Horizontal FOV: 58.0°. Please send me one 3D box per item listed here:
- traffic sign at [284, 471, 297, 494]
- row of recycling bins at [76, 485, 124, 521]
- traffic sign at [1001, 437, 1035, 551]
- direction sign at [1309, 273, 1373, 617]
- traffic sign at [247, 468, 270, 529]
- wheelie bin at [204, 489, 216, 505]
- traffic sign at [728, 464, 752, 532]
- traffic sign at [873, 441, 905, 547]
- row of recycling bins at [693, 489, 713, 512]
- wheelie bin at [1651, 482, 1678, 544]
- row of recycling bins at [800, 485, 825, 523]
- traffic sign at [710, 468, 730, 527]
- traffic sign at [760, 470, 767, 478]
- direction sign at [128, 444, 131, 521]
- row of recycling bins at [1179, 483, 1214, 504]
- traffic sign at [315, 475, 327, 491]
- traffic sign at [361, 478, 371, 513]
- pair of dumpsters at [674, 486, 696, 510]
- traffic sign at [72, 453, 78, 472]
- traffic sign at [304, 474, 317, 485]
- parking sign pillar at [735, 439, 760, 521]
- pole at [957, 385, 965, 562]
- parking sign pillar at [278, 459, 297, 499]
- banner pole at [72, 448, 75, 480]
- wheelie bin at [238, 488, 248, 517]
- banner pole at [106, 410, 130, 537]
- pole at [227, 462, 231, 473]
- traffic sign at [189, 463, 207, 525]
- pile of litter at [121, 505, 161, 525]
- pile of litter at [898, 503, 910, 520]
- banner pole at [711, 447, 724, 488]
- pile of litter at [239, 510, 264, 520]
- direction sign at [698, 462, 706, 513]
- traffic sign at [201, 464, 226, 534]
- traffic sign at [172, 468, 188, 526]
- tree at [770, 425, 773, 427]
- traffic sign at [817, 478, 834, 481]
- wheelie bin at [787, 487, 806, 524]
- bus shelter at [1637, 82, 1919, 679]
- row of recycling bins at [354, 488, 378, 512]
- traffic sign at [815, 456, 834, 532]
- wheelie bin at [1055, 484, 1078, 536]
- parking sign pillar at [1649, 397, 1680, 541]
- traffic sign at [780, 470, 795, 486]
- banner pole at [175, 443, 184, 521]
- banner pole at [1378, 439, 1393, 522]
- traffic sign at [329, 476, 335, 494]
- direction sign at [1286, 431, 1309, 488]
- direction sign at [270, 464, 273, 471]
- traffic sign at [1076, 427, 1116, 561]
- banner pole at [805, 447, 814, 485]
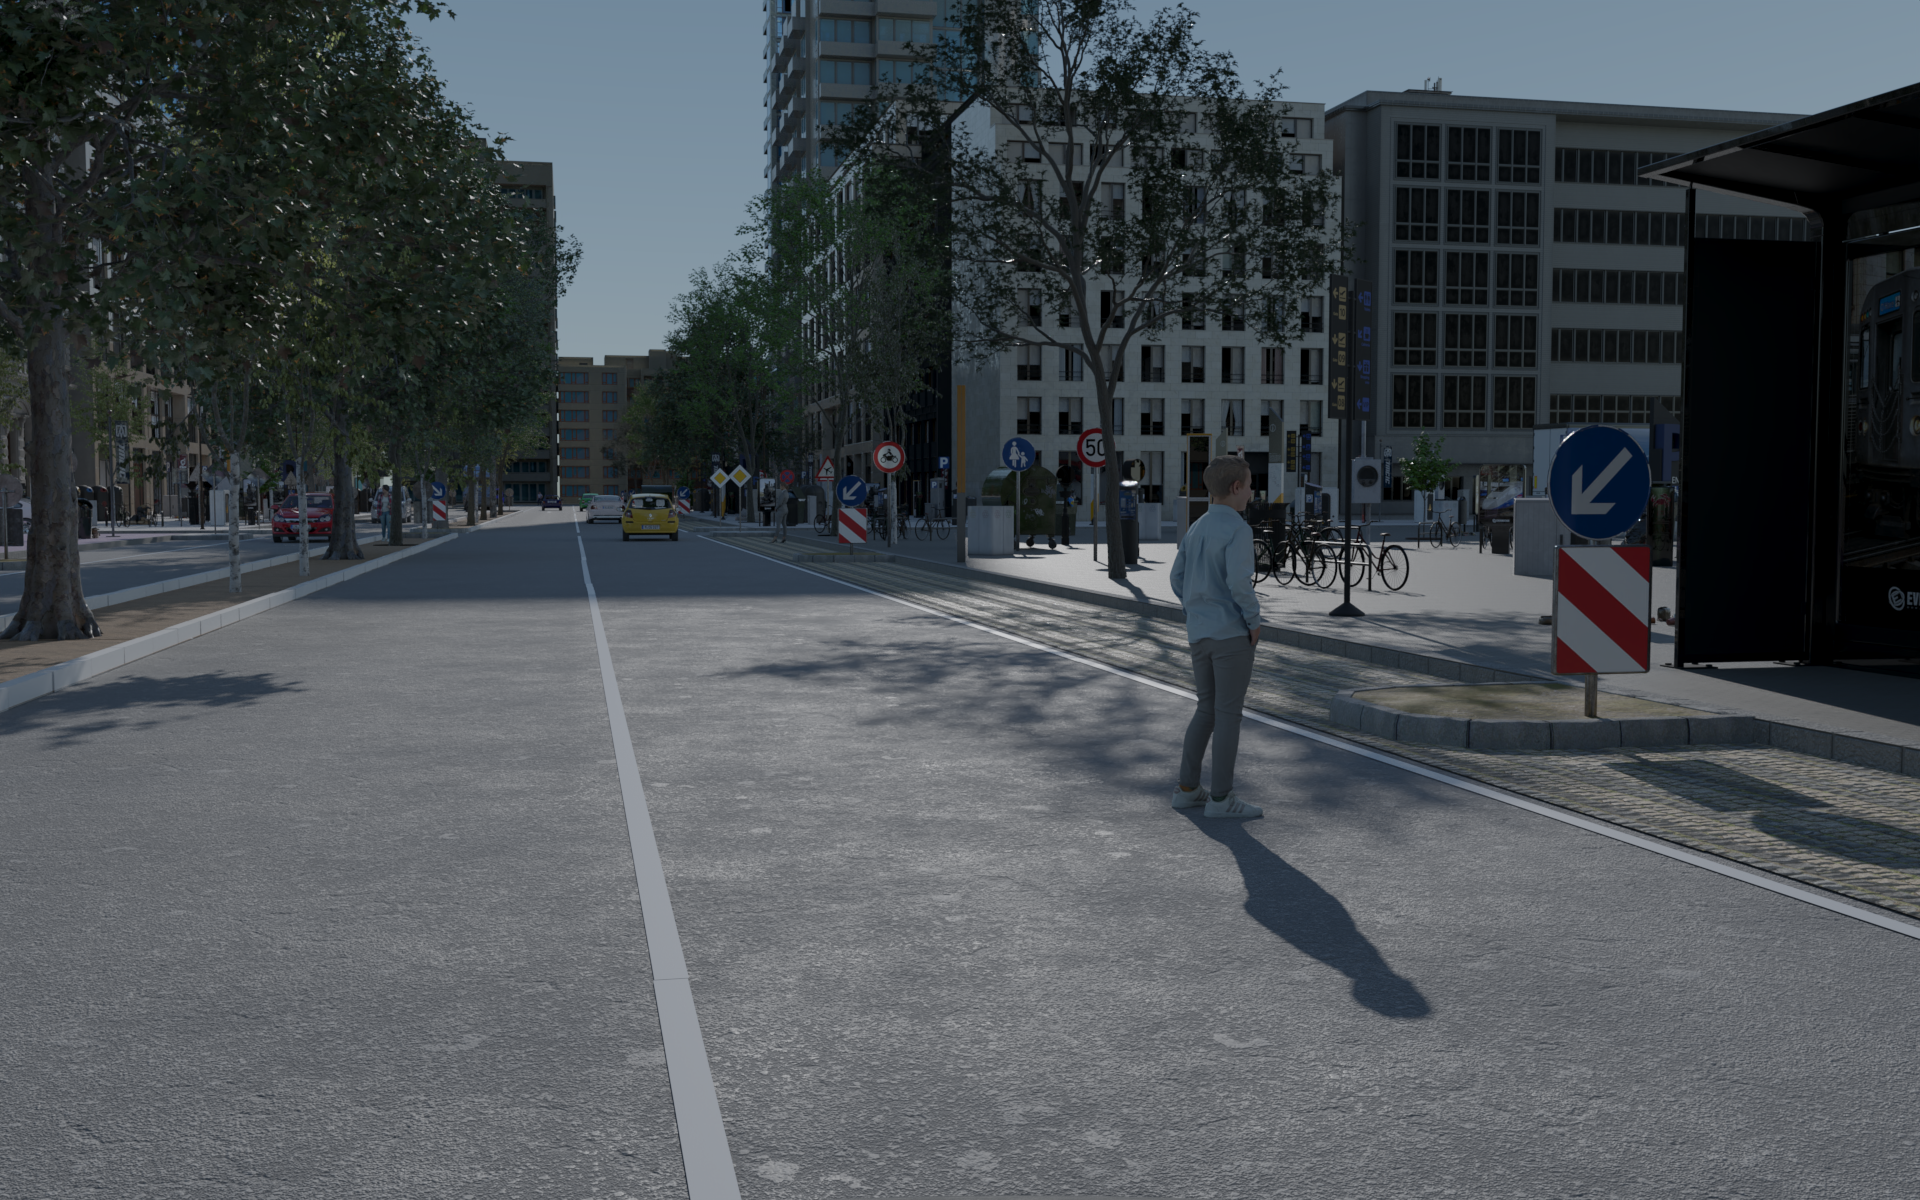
[{"bbox_3d":[-37.632,-5.961,97.464,0.884,2.594,0.081,-1,4,-10],"label":"traffic sign"},{"bbox_3d":[-40.641,-4.520,81.014,1.069,1.692,3.534,1,4,15],"label":"row of recycling bins"},{"bbox_3d":[1.305,-2.374,38.927,0.768,2.556,0.104,0,4,-7],"label":"traffic sign"},{"bbox_3d":[4.088,-1.602,18.195,0.379,3.537,0.876,3,5,41],"label":"direction sign"},{"bbox_3d":[-25.451,-3.622,62.863,0.795,2.450,0.064,-1,4,-13],"label":"traffic sign"},{"bbox_3d":[-43.196,-5.626,99.899,0.980,1.594,0.693,-2,4,-32],"label":"wheelie bin"},{"bbox_3d":[-7.455,-3.367,58.689,0.795,2.450,0.064,-1,4,-13],"label":"traffic sign"},{"bbox_3d":[-1.705,-2.541,41.647,0.768,2.556,0.104,0,4,-7],"label":"traffic sign"},{"bbox_3d":[-19.436,-7.536,130.324,1.069,1.692,3.534,-1,4,-15],"label":"row of recycling bins"},{"bbox_3d":[17.812,-2.207,43.996,0.980,1.594,0.693,-1,4,-21],"label":"wheelie bin"},{"bbox_3d":[-6.790,-4.348,78.211,1.069,1.692,3.534,-1,4,-13],"label":"row of recycling bins"},{"bbox_3d":[-9.206,-3.843,66.480,0.795,2.450,0.064,-1,4,-13],"label":"traffic sign"},{"bbox_3d":[-10.459,-5.529,90.503,0.768,2.556,0.104,0,4,-4],"label":"traffic sign"},{"bbox_3d":[-37.801,-5.309,78.795,0.379,3.537,0.876,-2,4,-30],"label":"direction sign"},{"bbox_3d":[8.092,-3.089,57.617,1.069,1.692,3.534,0,4,-6],"label":"row of recycling bins"},{"bbox_3d":[-43.407,-7.187,117.621,0.768,2.556,0.104,-1,4,-11],"label":"traffic sign"},{"bbox_3d":[-40.973,-7.249,119.699,0.795,2.450,0.064,-1,4,-12],"label":"traffic sign"},{"bbox_3d":[-21.744,-8.234,137.114,1.574,2.255,4.437,-1,4,-13],"label":"pair of dumpsters"},{"bbox_3d":[-25.313,-2.984,48.897,0.768,2.556,0.104,-1,4,-12],"label":"traffic sign"},{"bbox_3d":[-39.351,-6.411,104.924,0.768,2.556,0.104,0,4,-7],"label":"traffic sign"},{"bbox_3d":[-10.181,-5.836,83.898,1.447,3.967,1.447,-2,4,-34],"label":"parking sign pillar"},{"bbox_3d":[0.022,-2.367,32.538,0.158,3.312,0.155,0,3,0],"label":"pole"},{"bbox_3d":[-38.259,-6.759,98.973,1.447,3.967,1.447,-2,4,-32],"label":"parking sign pillar"},{"bbox_3d":[-42.865,-5.693,83.095,0.401,3.779,0.863,3,4,37],"label":"banner pole"},{"bbox_3d":[-40.643,-5.537,98.438,0.693,1.594,0.980,-1,4,-21],"label":"wheelie bin"},{"bbox_3d":[-25.178,-3.778,51.795,0.401,3.779,0.863,2,4,24],"label":"banner pole"},{"bbox_3d":[-30.634,-4.822,72.678,0.158,3.312,0.155,0,3,0],"label":"pole"},{"bbox_3d":[-31.407,-4.373,71.498,0.884,2.594,0.081,-1,4,-9],"label":"traffic sign"},{"bbox_3d":[-34.246,-3.568,72.299,1.719,0.858,1.176,2,4,24],"label":"pile of litter"},{"bbox_3d":[-3.034,-4.463,86.938,1.176,0.858,1.719,1,4,12],"label":"pile of litter"},{"bbox_3d":[-12.774,-6.226,91.818,0.863,3.779,0.401,0,4,1],"label":"banner pole"},{"bbox_3d":[-35.013,-4.354,85.157,1.176,0.858,1.719,-2,4,-30],"label":"pile of litter"},{"bbox_3d":[-17.642,-7.729,118.372,0.876,3.537,0.379,3,5,45],"label":"direction sign"},{"bbox_3d":[-23.700,-3.146,55.071,0.795,2.450,0.064,-1,4,-13],"label":"traffic sign"},{"bbox_3d":[-30.793,-4.055,68.435,0.606,2.300,0.079,0,4,-7],"label":"traffic sign"},{"bbox_3d":[-10.890,-10.176,116.742,4.360,8.622,3.978,0,3,0],"label":"tree"},{"bbox_3d":[-5.554,-4.452,72.787,0.884,2.594,0.081,0,4,-3],"label":"traffic sign"},{"bbox_3d":[-7.143,-4.107,75.056,0.693,1.594,0.980,2,4,28],"label":"wheelie bin"},{"bbox_3d":[6.389,-1.133,9.803,1.731,3.624,6.357,-1,4,-12],"label":"bus shelter"},{"bbox_3d":[-42.501,-7.095,123.111,3.534,1.692,1.069,1,4,13],"label":"row of recycling bins"},{"bbox_3d":[-4.465,-3.584,58.599,0.884,2.594,0.081,0,4,-4],"label":"traffic sign"},{"bbox_3d":[3.221,-2.803,53.744,0.980,1.594,0.693,3,5,40],"label":"wheelie bin"},{"bbox_3d":[19.827,-3.658,48.286,1.447,3.967,1.447,-2,4,-26],"label":"parking sign pillar"},{"bbox_3d":[-9.007,-5.518,90.319,0.768,2.556,0.104,0,4,-7],"label":"traffic sign"},{"bbox_3d":[-37.543,-5.705,83.294,0.401,3.779,0.863,-1,4,-11],"label":"banner pole"},{"bbox_3d":[19.366,-5.442,78.997,0.863,3.779,0.401,-1,4,-19],"label":"banner pole"},{"bbox_3d":[-41.520,-7.026,114.978,0.768,2.556,0.104,0,4,-4],"label":"traffic sign"},{"bbox_3d":[12.075,-4.269,61.790,0.876,3.537,0.379,0,4,2],"label":"direction sign"},{"bbox_3d":[-44.843,-7.345,112.089,0.876,3.537,0.379,1,4,8],"label":"direction sign"},{"bbox_3d":[2.601,-2.024,33.193,0.768,2.556,0.104,0,4,-4],"label":"traffic sign"},{"bbox_3d":[-8.066,-6.270,92.524,0.401,3.779,0.863,-3,5,-41],"label":"banner pole"}]
